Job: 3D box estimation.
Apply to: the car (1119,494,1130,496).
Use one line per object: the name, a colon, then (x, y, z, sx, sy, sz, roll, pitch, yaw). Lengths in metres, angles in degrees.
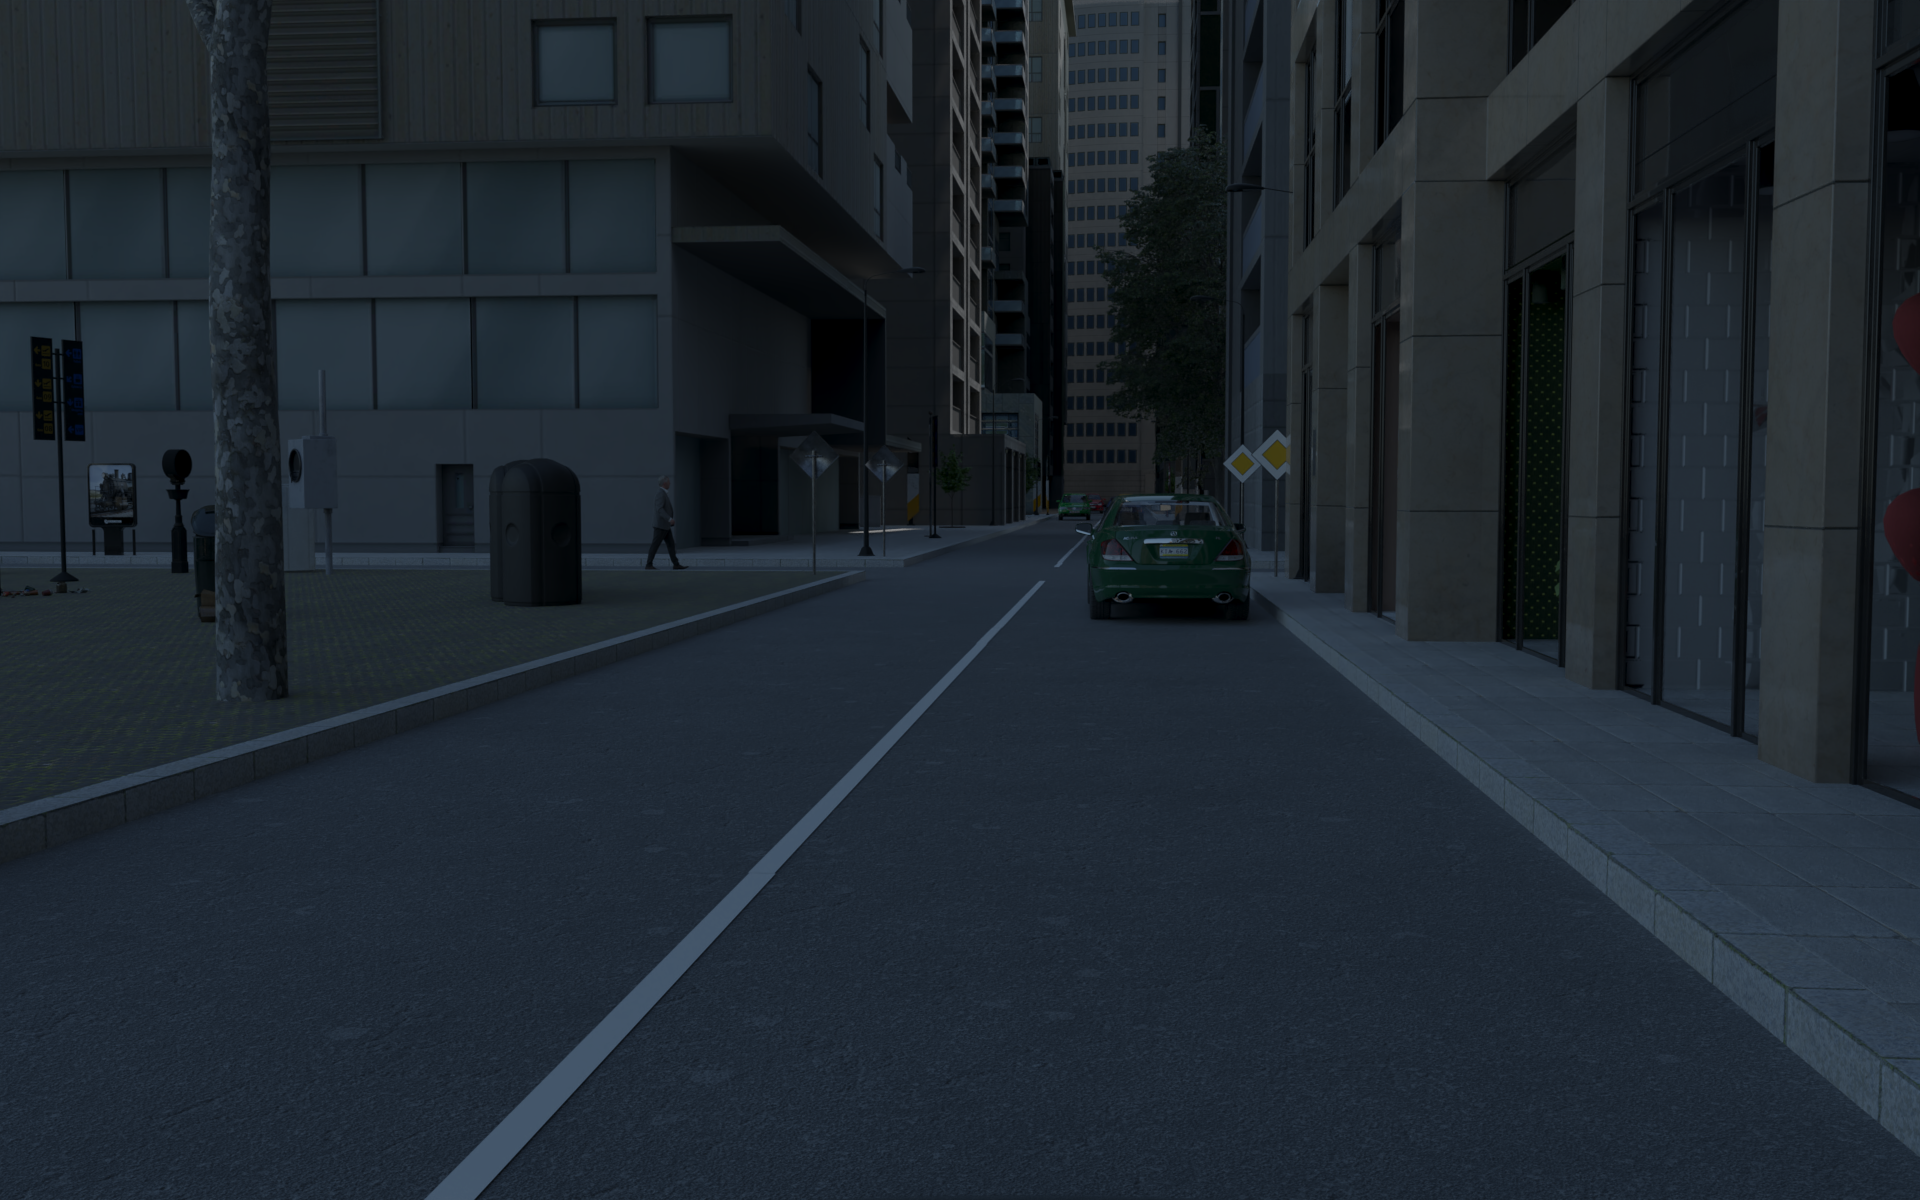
car: (11.329, -6.541, 117.169, 2.015, 1.641, 3.980, 0, 4, 6)

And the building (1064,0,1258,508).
building: (19.234, -40.400, 202.536, 28.212, 58.520, 21.231, 0, 4, 5)

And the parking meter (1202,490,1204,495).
parking meter: (13.248, -5.312, 95.257, 0.372, 1.533, 0.369, 0, 3, 0)

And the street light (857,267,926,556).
street light: (-1.404, -3.861, 35.662, 1.470, 5.913, 1.316, 0, 4, 5)

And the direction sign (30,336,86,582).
direction sign: (-13.162, -2.040, 25.344, 0.379, 3.537, 0.876, 1, 4, 21)

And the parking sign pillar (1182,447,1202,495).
parking sign pillar: (11.975, -6.181, 89.533, 1.447, 3.967, 1.447, -2, 4, -26)

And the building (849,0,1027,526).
building: (-7.361, -39.220, 79.505, 20.563, 71.187, 20.611, 0, 4, 5)

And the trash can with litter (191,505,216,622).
trash can with litter: (-7.530, -0.389, 17.742, 0.624, 1.170, 1.055, -2, 4, -24)

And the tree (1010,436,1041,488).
tree: (2.806, -7.043, 98.867, 4.285, 4.588, 4.351, 0, 3, 0)

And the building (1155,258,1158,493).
building: (25.969, -23.959, 163.426, 14.160, 30.474, 14.107, 0, 4, 5)

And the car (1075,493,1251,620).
car: (2.473, -0.571, 21.142, 2.131, 1.459, 4.920, 0, 4, 4)

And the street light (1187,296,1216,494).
street light: (6.081, -4.165, 40.635, 1.470, 5.913, 1.316, 0, 4, 5)

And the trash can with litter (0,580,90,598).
trash can with litter: (-11.930, -0.658, 21.822, 1.678, 1.210, 2.233, 2, 4, 32)

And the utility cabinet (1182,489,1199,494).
utility cabinet: (10.982, -4.595, 83.801, 1.173, 1.500, 0.318, -1, 4, -20)

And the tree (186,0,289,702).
tree: (-3.550, -9.515, 11.465, 12.611, 20.169, 13.585, 0, 3, 0)

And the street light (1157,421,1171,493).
street light: (9.316, -6.254, 74.793, 1.470, 5.913, 1.316, 0, 4, 5)

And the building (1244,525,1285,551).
building: (21.125, -30.471, 40.205, 28.212, 58.520, 21.231, 0, 4, 5)

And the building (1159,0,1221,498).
building: (25.671, -42.296, 129.793, 20.563, 71.187, 20.611, 0, 4, 5)

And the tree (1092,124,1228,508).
tree: (9.140, -9.377, 59.964, 9.857, 13.997, 8.962, 0, 3, 0)

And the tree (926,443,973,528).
tree: (-0.246, -4.343, 65.604, 1.663, 3.219, 1.824, 0, 3, 0)

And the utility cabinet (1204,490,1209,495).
utility cabinet: (13.829, -5.609, 100.393, 1.173, 1.500, 0.318, 2, 4, 24)

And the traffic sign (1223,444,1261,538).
traffic sign: (5.658, -1.902, 34.733, 0.795, 2.450, 0.064, 0, 4, 5)

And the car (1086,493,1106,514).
car: (9.679, -7.268, 127.872, 2.155, 1.783, 4.494, 0, 4, 4)

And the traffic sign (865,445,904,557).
traffic sign: (-1.552, -1.945, 35.443, 0.795, 2.450, 0.064, 0, 4, 5)

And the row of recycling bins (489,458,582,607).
row of recycling bins: (-5.304, -0.869, 21.326, 1.069, 1.692, 3.534, -1, 4, -18)

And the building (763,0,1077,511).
building: (-2.707, -35.641, 171.966, 27.495, 52.752, 28.713, 0, 4, 5)

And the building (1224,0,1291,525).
building: (24.666, -33.717, 93.266, 21.231, 58.520, 28.212, 0, 4, 5)

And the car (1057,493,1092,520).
car: (6.312, -5.299, 95.430, 1.959, 1.807, 4.718, 0, 4, 4)

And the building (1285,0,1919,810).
building: (12.960, -12.458, 8.205, 19.350, 26.468, 34.151, 0, 4, 5)

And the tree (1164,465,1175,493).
tree: (13.875, -7.312, 114.146, 1.663, 3.219, 1.824, 0, 3, 0)

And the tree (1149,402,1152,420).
tree: (10.646, -7.899, 79.516, 4.360, 8.622, 3.978, 0, 3, 0)

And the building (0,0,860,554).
building: (-15.979, -28.105, 48.753, 28.713, 52.752, 27.495, 0, 4, 5)

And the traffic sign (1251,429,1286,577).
traffic sign: (4.894, -1.415, 26.784, 0.795, 2.450, 0.064, 0, 4, 5)

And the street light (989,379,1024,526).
street light: (1.884, -5.950, 69.816, 1.470, 5.913, 1.316, 0, 4, 5)

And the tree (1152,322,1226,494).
tree: (10.694, -7.335, 70.285, 4.360, 8.622, 3.978, 0, 3, 0)

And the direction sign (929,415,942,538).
direction sign: (-0.723, -3.563, 50.259, 0.379, 3.537, 0.876, -1, 4, -9)

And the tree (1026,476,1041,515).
tree: (3.841, -6.842, 106.472, 1.663, 3.219, 1.824, 0, 3, 0)

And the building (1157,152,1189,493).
building: (24.472, -23.049, 148.557, 14.160, 30.474, 14.107, 0, 4, 5)

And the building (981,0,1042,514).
building: (-4.889, -49.679, 124.925, 22.319, 86.520, 31.000, 0, 4, 5)

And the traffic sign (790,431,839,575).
traffic sign: (-2.315, -1.459, 27.495, 0.795, 2.450, 0.064, 0, 4, 5)

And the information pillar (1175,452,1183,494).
information pillar: (10.411, -5.571, 82.444, 0.183, 3.616, 0.504, -2, 4, -28)

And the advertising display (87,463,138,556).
advertising display: (-17.665, -1.890, 36.114, 0.974, 1.923, 0.123, 0, 4, 1)

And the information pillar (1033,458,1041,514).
information pillar: (4.828, -7.181, 108.768, 0.504, 3.616, 0.183, 0, 4, -3)

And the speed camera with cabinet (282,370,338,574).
speed camera with cabinet: (-10.755, -2.065, 28.097, 0.660, 3.252, 2.038, -3, 5, -40)

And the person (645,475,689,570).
person: (-5.446, -1.425, 32.191, 0.834, 1.777, 0.661, -1, 4, -15)

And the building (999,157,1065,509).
building: (1.691, -23.053, 148.621, 14.160, 30.474, 14.107, 0, 4, 5)

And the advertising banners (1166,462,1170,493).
advertising banners: (11.587, -6.140, 96.583, 0.090, 3.025, 2.074, 0, 4, 2)

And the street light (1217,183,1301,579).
street light: (4.668, -3.270, 26.010, 1.470, 5.913, 1.316, 0, 4, 5)

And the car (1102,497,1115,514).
car: (7.157, -3.851, 75.545, 1.945, 1.354, 3.894, 0, 4, 6)

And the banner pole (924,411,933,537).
banner pole: (-0.897, -3.787, 51.938, 0.401, 3.779, 0.863, 0, 4, 3)

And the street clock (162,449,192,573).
street clock: (-12.659, -1.436, 28.052, 0.358, 2.002, 0.471, 1, 4, 10)

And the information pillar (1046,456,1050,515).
information pillar: (5.335, -6.983, 105.528, 0.183, 3.616, 0.504, 0, 4, -6)

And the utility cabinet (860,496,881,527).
utility cabinet: (-3.603, -3.433, 67.285, 1.020, 1.237, 0.306, 0, 4, 1)

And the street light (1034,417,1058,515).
street light: (5.164, -8.038, 103.970, 1.470, 5.913, 1.316, 0, 4, 5)

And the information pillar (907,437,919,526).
information pillar: (-1.920, -4.837, 70.446, 0.504, 3.616, 0.183, 0, 4, -2)
